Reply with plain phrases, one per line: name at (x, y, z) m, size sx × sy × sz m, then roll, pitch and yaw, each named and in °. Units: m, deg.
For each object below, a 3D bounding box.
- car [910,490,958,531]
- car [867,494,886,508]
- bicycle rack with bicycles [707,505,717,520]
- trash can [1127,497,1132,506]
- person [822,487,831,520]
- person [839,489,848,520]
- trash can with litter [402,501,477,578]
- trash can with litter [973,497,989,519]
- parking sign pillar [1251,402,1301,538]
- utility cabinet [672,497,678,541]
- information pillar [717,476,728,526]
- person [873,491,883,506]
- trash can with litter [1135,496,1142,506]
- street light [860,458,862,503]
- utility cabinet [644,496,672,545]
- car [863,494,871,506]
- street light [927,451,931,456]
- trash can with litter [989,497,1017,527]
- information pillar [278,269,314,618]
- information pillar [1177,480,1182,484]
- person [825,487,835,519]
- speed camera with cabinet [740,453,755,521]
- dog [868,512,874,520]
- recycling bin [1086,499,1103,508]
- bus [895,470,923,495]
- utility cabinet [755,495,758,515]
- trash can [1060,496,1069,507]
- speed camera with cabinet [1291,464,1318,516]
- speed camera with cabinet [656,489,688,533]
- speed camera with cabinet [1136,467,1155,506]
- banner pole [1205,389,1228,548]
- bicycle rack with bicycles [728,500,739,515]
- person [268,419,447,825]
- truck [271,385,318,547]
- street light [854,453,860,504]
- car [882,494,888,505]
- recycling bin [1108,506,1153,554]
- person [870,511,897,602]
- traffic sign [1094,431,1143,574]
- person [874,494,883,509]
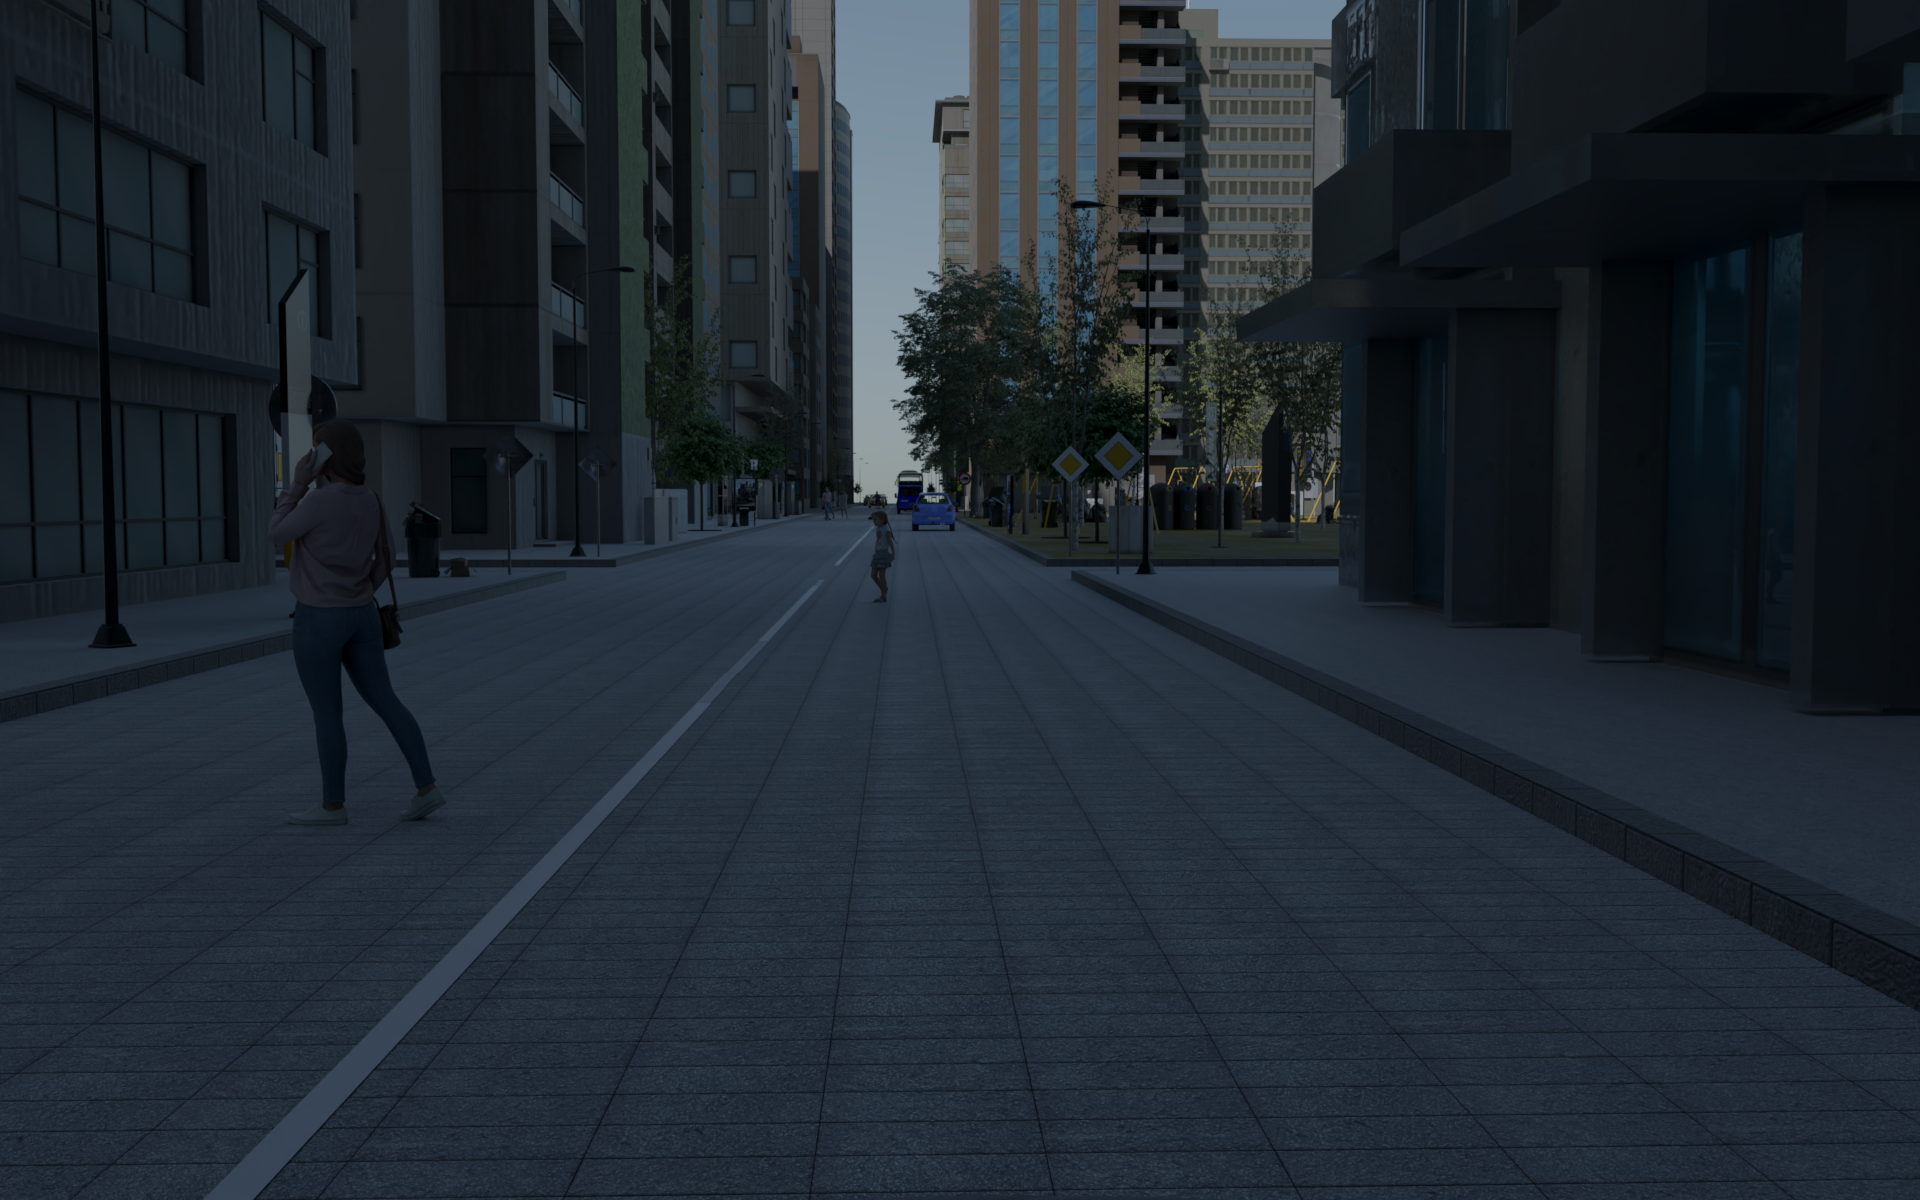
car at (-1.029, -3.587, 68.243) m, size 1.945 × 1.707 × 3.694 m, roll 0°, pitch 4°, yaw 0°
car at (-8.766, -10.521, 182.244) m, size 2.015 × 1.641 × 3.980 m, roll 0°, pitch 4°, yaw -1°
bicycle rack with bicycles at (-13.714, -4.359, 84.652) m, size 2.852 × 0.926 × 2.925 m, roll -2°, pitch 4°, yaw -33°
trash can at (8.839, -4.875, 91.355) m, size 0.748 × 1.137 × 0.748 m, roll 0°, pitch 3°, yaw 0°
person at (-7.266, -5.245, 94.261) m, size 0.555 × 1.821 × 0.388 m, roll -3°, pitch 4°, yaw -37°
person at (-6.507, -5.374, 97.119) m, size 0.466 × 1.731 × 0.760 m, roll 1°, pitch 4°, yaw 12°
trash can with litter at (-8.058, -0.943, 26.811) m, size 1.055 × 1.170 × 0.624 m, roll -1°, pitch 4°, yaw -23°
trash can with litter at (1.214, -4.813, 90.083) m, size 1.055 × 1.170 × 0.624 m, roll -1°, pitch 4°, yaw -14°
parking sign pillar at (9.363, -3.839, 51.245) m, size 1.447 × 3.967 × 1.447 m, roll -1°, pitch 4°, yaw -12°
utility cabinet at (-7.974, -2.234, 47.692) m, size 0.306 × 1.237 × 1.020 m, roll 0°, pitch 4°, yaw 0°
information pillar at (-9.540, -3.980, 69.566) m, size 0.304 × 2.012 × 0.304 m, roll 2°, pitch 4°, yaw 30°
person at (-8.192, -9.971, 172.312) m, size 1.217 × 1.735 × 0.721 m, roll 2°, pitch 4°, yaw 34°
trash can with litter at (9.504, -5.020, 93.457) m, size 0.624 × 1.170 × 1.055 m, roll 0°, pitch 4°, yaw 4°
street light at (-13.323, -15.478, 225.598) m, size 1.470 × 5.913 × 1.316 m, roll 0°, pitch 4°, yaw -2°
utility cabinet at (-7.795, -2.036, 44.447) m, size 0.306 × 1.237 × 1.020 m, roll 1°, pitch 4°, yaw 11°
car at (-10.802, -12.137, 210.444) m, size 2.014 × 1.417 × 4.499 m, roll 0°, pitch 4°, yaw 0°
street light at (-2.792, -13.101, 186.736) m, size 1.470 × 5.913 × 1.316 m, roll 0°, pitch 4°, yaw -2°
trash can with litter at (1.821, -3.613, 70.457) m, size 0.624 × 1.170 × 1.055 m, roll -2°, pitch 4°, yaw -28°
information pillar at (-6.833, -1.622, 17.872) m, size 0.183 × 3.616 × 0.504 m, roll 1°, pitch 4°, yaw 8°
information pillar at (11.687, -5.345, 91.877) m, size 0.304 × 2.012 × 0.304 m, roll 0°, pitch 4°, yaw 5°
person at (-7.702, -5.691, 101.403) m, size 0.748 × 1.841 × 0.638 m, roll 3°, pitch 5°, yaw 43°
speed camera with cabinet at (-10.149, -5.408, 82.751) m, size 0.660 × 3.252 × 2.038 m, roll -1°, pitch 4°, yaw -10°
dog at (-4.876, -4.667, 96.497) m, size 0.550 × 0.427 × 0.748 m, roll 0°, pitch 4°, yaw 7°
recycling bin at (7.479, -5.116, 96.198) m, size 0.722 × 1.027 × 0.722 m, roll 2°, pitch 4°, yaw 27°
bus at (-5.198, -11.424, 178.331) m, size 2.896 × 3.916 × 12.252 m, roll 0°, pitch 4°, yaw -3°
utility cabinet at (-13.050, -5.902, 107.656) m, size 1.020 × 1.237 × 0.306 m, roll -2°, pitch 4°, yaw -31°
trash can at (6.521, -5.921, 108.457) m, size 0.748 × 1.137 × 0.748 m, roll 0°, pitch 3°, yaw 0°
speed camera with cabinet at (20.062, -6.576, 101.852) m, size 0.660 × 3.252 × 2.038 m, roll -3°, pitch 5°, yaw -42°
speed camera with cabinet at (-9.862, -3.792, 56.333) m, size 2.038 × 3.252 × 0.660 m, roll -3°, pitch 5°, yaw -45°
speed camera with cabinet at (8.862, -5.076, 77.325) m, size 2.038 × 3.252 × 0.660 m, roll 3°, pitch 4°, yaw 37°
banner pole at (6.084, -3.139, 41.345) m, size 0.401 × 3.779 × 0.863 m, roll 3°, pitch 5°, yaw 43°
bicycle rack with bicycles at (-14.032, -5.532, 103.836) m, size 2.925 × 0.926 × 2.852 m, roll -3°, pitch 5°, yaw -45°
person at (-2.590, 0.098, 7.491) m, size 0.643 × 1.750 × 0.593 m, roll 1°, pitch 4°, yaw 21°
truck at (-17.519, -2.562, 30.807) m, size 11.283 × 4.237 × 2.839 m, roll 0°, pitch 4°, yaw -4°
street light at (-12.331, -13.591, 194.759) m, size 1.470 × 5.913 × 1.316 m, roll 0°, pitch 4°, yaw -2°
car at (-10.136, -12.905, 219.798) m, size 1.959 × 1.807 × 4.718 m, roll 0°, pitch 4°, yaw -1°
recycling bin at (3.715, -1.536, 37.675) m, size 0.722 × 1.027 × 0.722 m, roll -2°, pitch 4°, yaw -33°
person at (-0.969, -0.576, 22.938) m, size 0.382 × 1.210 × 0.505 m, roll -2°, pitch 4°, yaw -35°
traffic sign at (2.519, -1.467, 27.622) m, size 0.795 × 2.450 × 0.064 m, roll 0°, pitch 4°, yaw -2°
person at (-7.519, -9.123, 160.891) m, size 0.991 × 1.433 × 0.599 m, roll -1°, pitch 4°, yaw -18°
